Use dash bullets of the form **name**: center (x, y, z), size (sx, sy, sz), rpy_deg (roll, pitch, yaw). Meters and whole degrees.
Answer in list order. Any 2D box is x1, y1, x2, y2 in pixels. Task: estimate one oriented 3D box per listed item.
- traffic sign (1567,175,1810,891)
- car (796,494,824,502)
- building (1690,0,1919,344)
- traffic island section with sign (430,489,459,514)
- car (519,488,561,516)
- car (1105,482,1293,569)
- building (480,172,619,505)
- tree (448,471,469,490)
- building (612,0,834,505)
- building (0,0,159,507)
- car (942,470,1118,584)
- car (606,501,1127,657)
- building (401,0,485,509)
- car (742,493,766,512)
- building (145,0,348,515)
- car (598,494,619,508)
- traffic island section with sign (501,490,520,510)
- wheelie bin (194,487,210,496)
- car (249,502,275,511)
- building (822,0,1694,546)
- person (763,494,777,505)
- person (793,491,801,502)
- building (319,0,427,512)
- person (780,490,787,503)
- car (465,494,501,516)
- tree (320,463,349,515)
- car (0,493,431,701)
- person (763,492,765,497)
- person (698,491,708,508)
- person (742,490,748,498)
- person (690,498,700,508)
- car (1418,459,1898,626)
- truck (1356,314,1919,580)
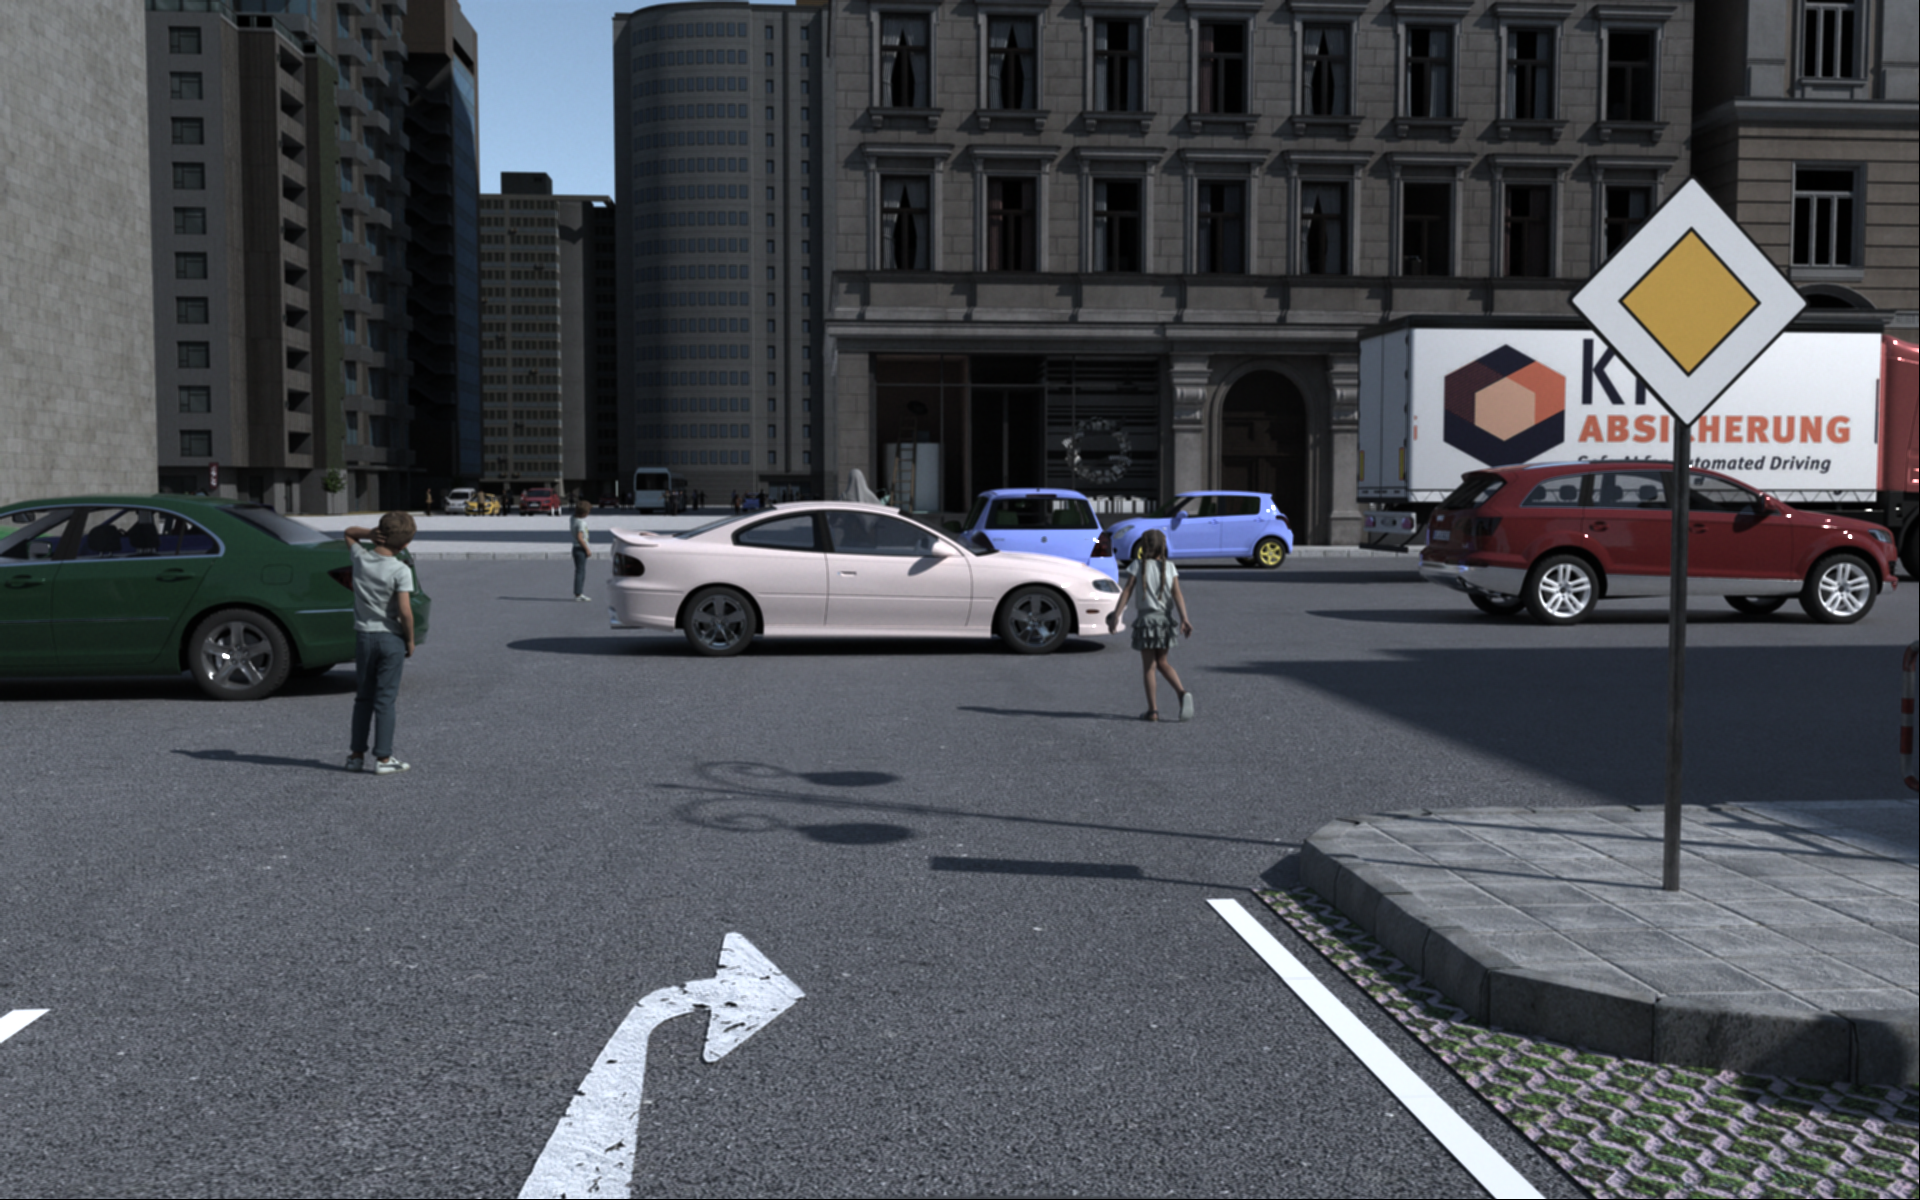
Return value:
- **traffic sign**: center (2.302, -0.117, 5.552), size (0.795, 2.450, 0.064), rpy_deg (0, 4, -5)
- **car**: center (-10.815, -7.050, 125.049), size (2.009, 1.686, 4.222), rpy_deg (0, 4, -6)
- **building**: center (28.240, -16.107, 49.259), size (20.117, 28.700, 13.634), rpy_deg (0, 4, -5)
- **traffic island section with sign**: center (-37.640, -7.199, 126.332), size (1.989, 1.847, 2.006), rpy_deg (0, 4, -5)
- **car**: center (-26.549, -6.174, 109.622), size (2.281, 1.827, 5.304), rpy_deg (0, 4, -5)
- **car**: center (4.592, -1.480, 33.785), size (3.694, 1.707, 1.945), rpy_deg (0, 4, -6)
- **building**: center (-53.019, -31.800, 211.810), size (23.993, 40.220, 32.217), rpy_deg (0, 4, -5)
- **tree**: center (-41.697, -9.150, 144.209), size (1.663, 3.219, 1.824), rpy_deg (0, 3, 0)
- **building**: center (-26.446, -40.667, 206.901), size (28.212, 58.520, 21.231), rpy_deg (0, 4, -5)
- **building**: center (-30.987, -11.540, 43.424), size (16.860, 20.320, 10.420), rpy_deg (0, 4, -5)
- **car**: center (0.780, -0.656, 20.318), size (1.945, 1.707, 3.694), rpy_deg (0, 4, -4)
- **car**: center (-0.851, -0.233, 16.167), size (4.827, 1.381, 2.083), rpy_deg (0, 4, -4)
- **building**: center (-50.609, -30.701, 152.074), size (14.200, 45.320, 14.600), rpy_deg (0, 4, -5)
- **car**: center (-16.725, -8.014, 140.613), size (1.945, 1.707, 3.694), rpy_deg (0, 4, -3)
- **building**: center (-46.514, -20.393, 105.132), size (14.160, 30.474, 14.107), rpy_deg (0, 4, -5)
- **car**: center (-36.174, -10.366, 178.518), size (2.155, 1.783, 4.494), rpy_deg (0, 4, -6)
- **traffic island section with sign**: center (-40.024, -8.890, 153.972), size (1.989, 1.847, 2.006), rpy_deg (0, 4, -5)
- **wheelie bin**: center (-36.194, -4.577, 82.743), size (0.693, 1.594, 0.980), rpy_deg (-3, 4, -36)
- **car**: center (-11.059, -0.698, 23.986), size (3.894, 1.354, 1.945), rpy_deg (0, 4, -6)
- **building**: center (-2.027, -11.896, 45.415), size (40.483, 20.767, 10.553), rpy_deg (0, 4, -5)
- **person**: center (-12.413, -6.229, 113.537), size (0.799, 1.438, 0.628), rpy_deg (-3, 5, -41)
- **person**: center (-16.897, -10.485, 180.648), size (1.217, 1.735, 0.721), rpy_deg (1, 4, 14)
- **building**: center (-53.300, -30.991, 126.305), size (23.786, 49.044, 30.456), rpy_deg (0, 4, -5)
- **person**: center (-15.499, -8.801, 152.402), size (0.705, 1.822, 1.348), rpy_deg (-2, 4, -25)
- **car**: center (-30.064, -6.047, 109.095), size (2.015, 1.641, 3.980), rpy_deg (0, 4, -6)
- **tree**: center (-38.173, -6.799, 105.760), size (1.663, 3.219, 1.824), rpy_deg (0, 3, 0)
- **car**: center (-6.445, -0.053, 12.672), size (4.920, 1.459, 2.131), rpy_deg (0, 4, -6)
- **person**: center (-20.821, -10.619, 181.983), size (0.599, 1.838, 0.709), rpy_deg (3, 4, 39)
- **person**: center (-26.908, -10.531, 180.812), size (1.348, 1.807, 0.705), rpy_deg (1, 4, 20)
- **person**: center (-22.936, -10.899, 186.659), size (1.348, 1.831, 0.705), rpy_deg (-1, 4, -16)
- **person**: center (-26.909, -10.052, 176.105), size (1.065, 1.426, 0.557), rpy_deg (-1, 4, -21)
- **car**: center (7.999, -0.684, 19.857), size (5.304, 1.827, 2.281), rpy_deg (0, 4, -4)
- **truck**: center (12.426, -2.440, 28.806), size (11.283, 4.237, 2.839), rpy_deg (0, 4, -6)
